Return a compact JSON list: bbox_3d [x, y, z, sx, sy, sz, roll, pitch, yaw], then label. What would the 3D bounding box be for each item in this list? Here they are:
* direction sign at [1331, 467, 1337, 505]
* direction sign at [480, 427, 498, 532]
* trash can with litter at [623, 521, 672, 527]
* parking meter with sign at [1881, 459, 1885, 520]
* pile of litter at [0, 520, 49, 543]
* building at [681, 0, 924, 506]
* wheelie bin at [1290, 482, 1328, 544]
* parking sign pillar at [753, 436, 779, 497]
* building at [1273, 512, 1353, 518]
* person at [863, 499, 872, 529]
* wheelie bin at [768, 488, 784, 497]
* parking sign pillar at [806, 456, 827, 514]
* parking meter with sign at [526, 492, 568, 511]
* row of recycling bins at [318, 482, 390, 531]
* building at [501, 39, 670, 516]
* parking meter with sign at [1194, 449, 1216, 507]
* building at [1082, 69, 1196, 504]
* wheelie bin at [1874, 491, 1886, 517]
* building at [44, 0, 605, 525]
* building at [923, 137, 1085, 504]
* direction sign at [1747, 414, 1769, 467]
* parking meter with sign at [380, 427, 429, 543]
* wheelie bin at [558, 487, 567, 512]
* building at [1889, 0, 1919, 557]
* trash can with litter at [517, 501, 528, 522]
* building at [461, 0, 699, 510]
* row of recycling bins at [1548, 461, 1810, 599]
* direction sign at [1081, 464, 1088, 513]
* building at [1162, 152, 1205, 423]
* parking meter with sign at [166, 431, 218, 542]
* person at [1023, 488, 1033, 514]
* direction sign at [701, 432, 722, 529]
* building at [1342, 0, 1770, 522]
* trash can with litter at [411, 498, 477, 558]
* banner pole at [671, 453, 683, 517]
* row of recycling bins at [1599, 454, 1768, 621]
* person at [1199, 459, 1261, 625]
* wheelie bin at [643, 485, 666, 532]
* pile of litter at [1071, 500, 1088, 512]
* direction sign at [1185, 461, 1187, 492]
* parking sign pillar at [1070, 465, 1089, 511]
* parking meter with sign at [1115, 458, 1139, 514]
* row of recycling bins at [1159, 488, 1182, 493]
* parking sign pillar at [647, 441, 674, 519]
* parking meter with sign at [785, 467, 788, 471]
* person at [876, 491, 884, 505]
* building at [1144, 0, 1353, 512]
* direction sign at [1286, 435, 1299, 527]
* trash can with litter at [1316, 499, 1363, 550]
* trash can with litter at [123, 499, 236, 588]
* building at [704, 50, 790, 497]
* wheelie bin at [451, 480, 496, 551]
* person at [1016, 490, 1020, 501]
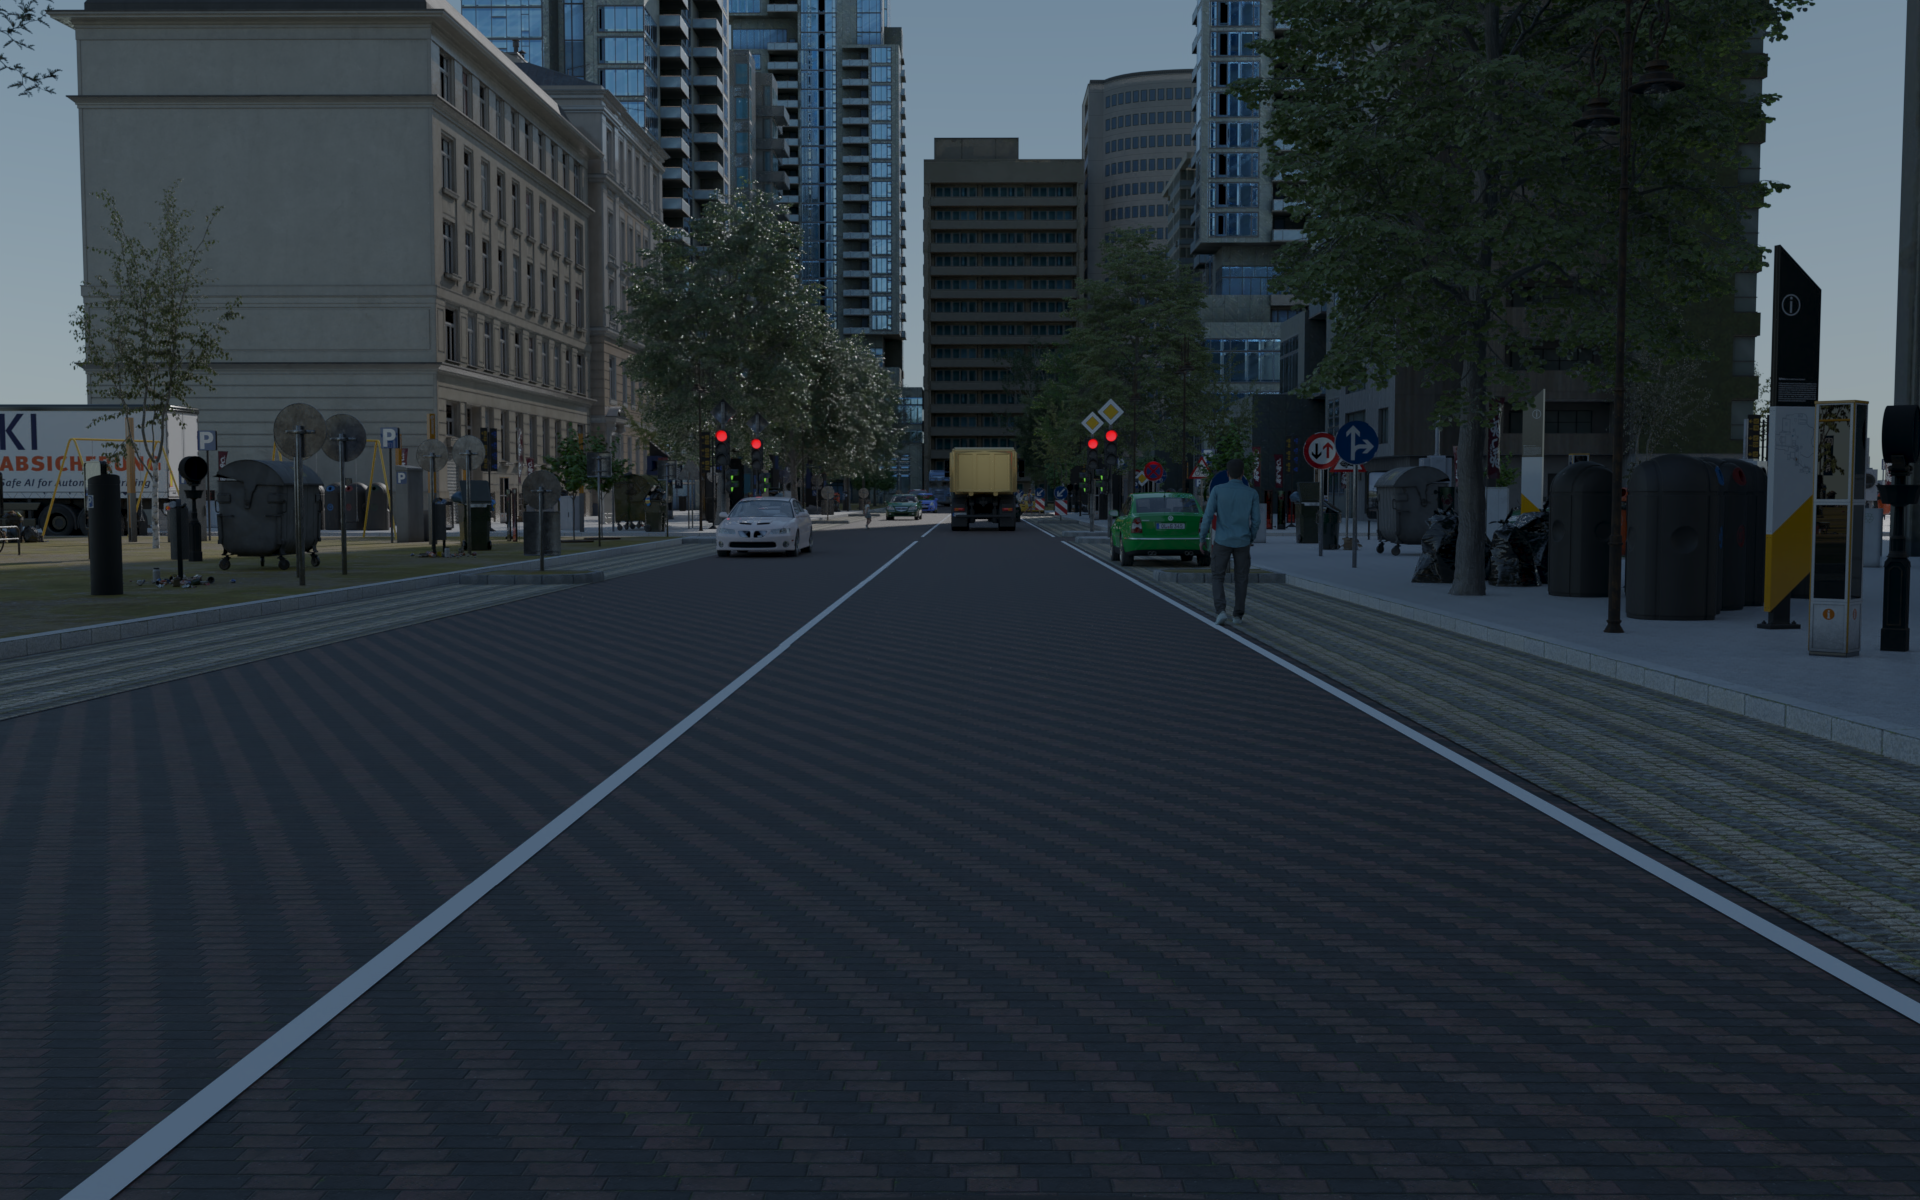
[{"bbox_3d":[16.101,-5.050,74.568,0.379,3.537,0.876,0,4,-4],"label":"direction sign"},{"bbox_3d":[-16.121,-4.118,59.328,0.379,3.537,0.876,1,4,22],"label":"direction sign"},{"bbox_3d":[-12.316,-3.475,67.878,2.233,1.210,1.678,-2,4,-26],"label":"trash can with litter"},{"bbox_3d":[46.394,-5.457,85.481,1.738,3.016,0.543,-1,4,-12],"label":"parking meter with sign"},{"bbox_3d":[-25.034,-1.941,45.696,1.719,0.858,1.176,-1,4,-22],"label":"pile of litter"},{"bbox_3d":[-20.457,-56.599,238.072,31.000,86.520,22.319,0,4,1],"label":"building"},{"bbox_3d":[9.051,-2.273,45.076,0.980,1.594,0.693,0,4,-4],"label":"wheelie bin"},{"bbox_3d":[-8.993,-5.482,78.096,1.447,3.967,1.447,0,4,7],"label":"parking sign pillar"},{"bbox_3d":[29.986,-48.428,104.461,22.319,86.520,31.000,0,4,1],"label":"building"},{"bbox_3d":[-3.814,-3.483,70.460,0.382,1.210,0.505,-2,4,-29],"label":"person"},{"bbox_3d":[-9.687,-5.075,90.878,0.980,1.594,0.693,-2,4,-27],"label":"wheelie bin"},{"bbox_3d":[-9.196,-7.471,110.621,1.447,3.967,1.447,1,4,22],"label":"parking sign pillar"},{"bbox_3d":[-16.413,-4.446,68.954,1.738,3.016,0.543,1,4,10],"label":"parking meter with sign"},{"bbox_3d":[-21.815,-3.328,61.520,3.534,1.692,1.069,1,4,18],"label":"row of recycling bins"},{"bbox_3d":[-26.702,-19.816,109.899,13.634,28.700,20.117,0,4,1],"label":"building"},{"bbox_3d":[9.279,-4.300,66.572,0.543,3.016,1.738,2,4,26],"label":"parking meter with sign"},{"bbox_3d":[31.247,-42.561,237.873,28.212,58.520,21.231,0,4,1],"label":"building"},{"bbox_3d":[52.472,-5.561,98.824,0.693,1.594,0.980,1,4,18],"label":"wheelie bin"},{"bbox_3d":[-28.584,-15.399,85.050,16.112,22.955,30.059,0,4,1],"label":"building"},{"bbox_3d":[5.835,-37.590,238.290,21.600,48.544,21.300,0,4,1],"label":"building"},{"bbox_3d":[22.844,-3.507,49.330,0.876,3.537,0.379,0,4,4],"label":"direction sign"},{"bbox_3d":[-14.629,-3.049,46.114,0.543,3.016,1.738,1,4,19],"label":"parking meter with sign"},{"bbox_3d":[-17.270,-4.091,74.791,0.693,1.594,0.980,-3,4,-39],"label":"wheelie bin"},{"bbox_3d":[29.975,-24.493,24.159,21.300,48.544,21.600,0,4,1],"label":"building"},{"bbox_3d":[-19.841,-4.158,79.365,0.624,1.170,1.055,2,4,27],"label":"trash can with litter"},{"bbox_3d":[-30.778,-51.133,148.697,22.319,86.520,31.000,0,4,1],"label":"building"},{"bbox_3d":[9.207,-0.885,21.581,3.534,1.692,1.069,0,4,8],"label":"row of recycling bins"},{"bbox_3d":[8.780,-7.816,119.781,0.876,3.537,0.379,2,4,32],"label":"direction sign"},{"bbox_3d":[35.266,-30.258,186.604,32.217,40.220,23.993,0,4,1],"label":"building"},{"bbox_3d":[-20.748,-3.088,46.743,0.543,3.016,1.738,0,4,8],"label":"parking meter with sign"},{"bbox_3d":[4.594,-6.514,115.092,0.778,1.811,0.616,1,4,10],"label":"person"},{"bbox_3d":[-9.032,-4.363,63.328,0.876,3.537,0.379,-1,4,-15],"label":"direction sign"},{"bbox_3d":[24.915,-18.564,75.217,14.107,30.474,14.160,0,4,1],"label":"building"},{"bbox_3d":[-10.488,-1.509,35.727,1.678,1.210,2.233,0,4,6],"label":"trash can with litter"},{"bbox_3d":[-15.893,-6.540,96.939,0.863,3.779,0.401,-2,4,-28],"label":"banner pole"},{"bbox_3d":[8.062,-0.725,18.964,1.069,1.692,3.534,2,4,35],"label":"row of recycling bins"},{"bbox_3d":[2.966,-0.641,18.995,0.660,1.820,0.620,0,4,1],"label":"person"},{"bbox_3d":[-10.288,-3.101,58.615,0.693,1.594,0.980,1,4,12],"label":"wheelie bin"},{"bbox_3d":[8.343,-6.645,122.618,1.719,0.858,1.176,0,4,3],"label":"pile of litter"},{"bbox_3d":[14.177,-7.145,108.815,0.379,3.537,0.876,1,4,14],"label":"direction sign"},{"bbox_3d":[8.978,-8.694,130.621,1.447,3.967,1.447,2,4,24],"label":"parking sign pillar"},{"bbox_3d":[8.206,-5.316,83.177,0.543,3.016,1.738,-2,4,-33],"label":"parking meter with sign"},{"bbox_3d":[14.990,-7.333,127.007,3.534,1.692,1.069,2,4,25],"label":"row of recycling bins"},{"bbox_3d":[-15.242,-6.072,87.745,1.447,3.967,1.447,2,4,29],"label":"parking sign pillar"},{"bbox_3d":[-10.927,-6.907,109.196,0.543,3.016,1.738,1,4,8],"label":"parking meter with sign"},{"bbox_3d":[-9.787,-12.598,214.553,1.350,1.814,0.705,1,4,15],"label":"person"},{"bbox_3d":[29.641,-51.667,157.419,22.319,86.520,31.000,0,4,1],"label":"building"},{"bbox_3d":[12.870,-4.596,67.149,0.379,3.537,0.876,-1,4,-21],"label":"direction sign"},{"bbox_3d":[8.738,-1.742,39.862,1.055,1.170,0.624,2,4,28],"label":"trash can with litter"},{"bbox_3d":[-11.159,-0.822,24.493,1.678,1.210,2.233,-1,4,-23],"label":"trash can with litter"},{"bbox_3d":[-34.105,-34.741,187.628,30.456,49.044,23.786,0,4,1],"label":"building"},{"bbox_3d":[-11.076,-1.925,39.384,0.980,1.594,0.693,-2,4,-29],"label":"wheelie bin"},{"bbox_3d":[4.534,-7.639,133.743,0.624,1.780,0.694,0,4,4],"label":"person"}]
